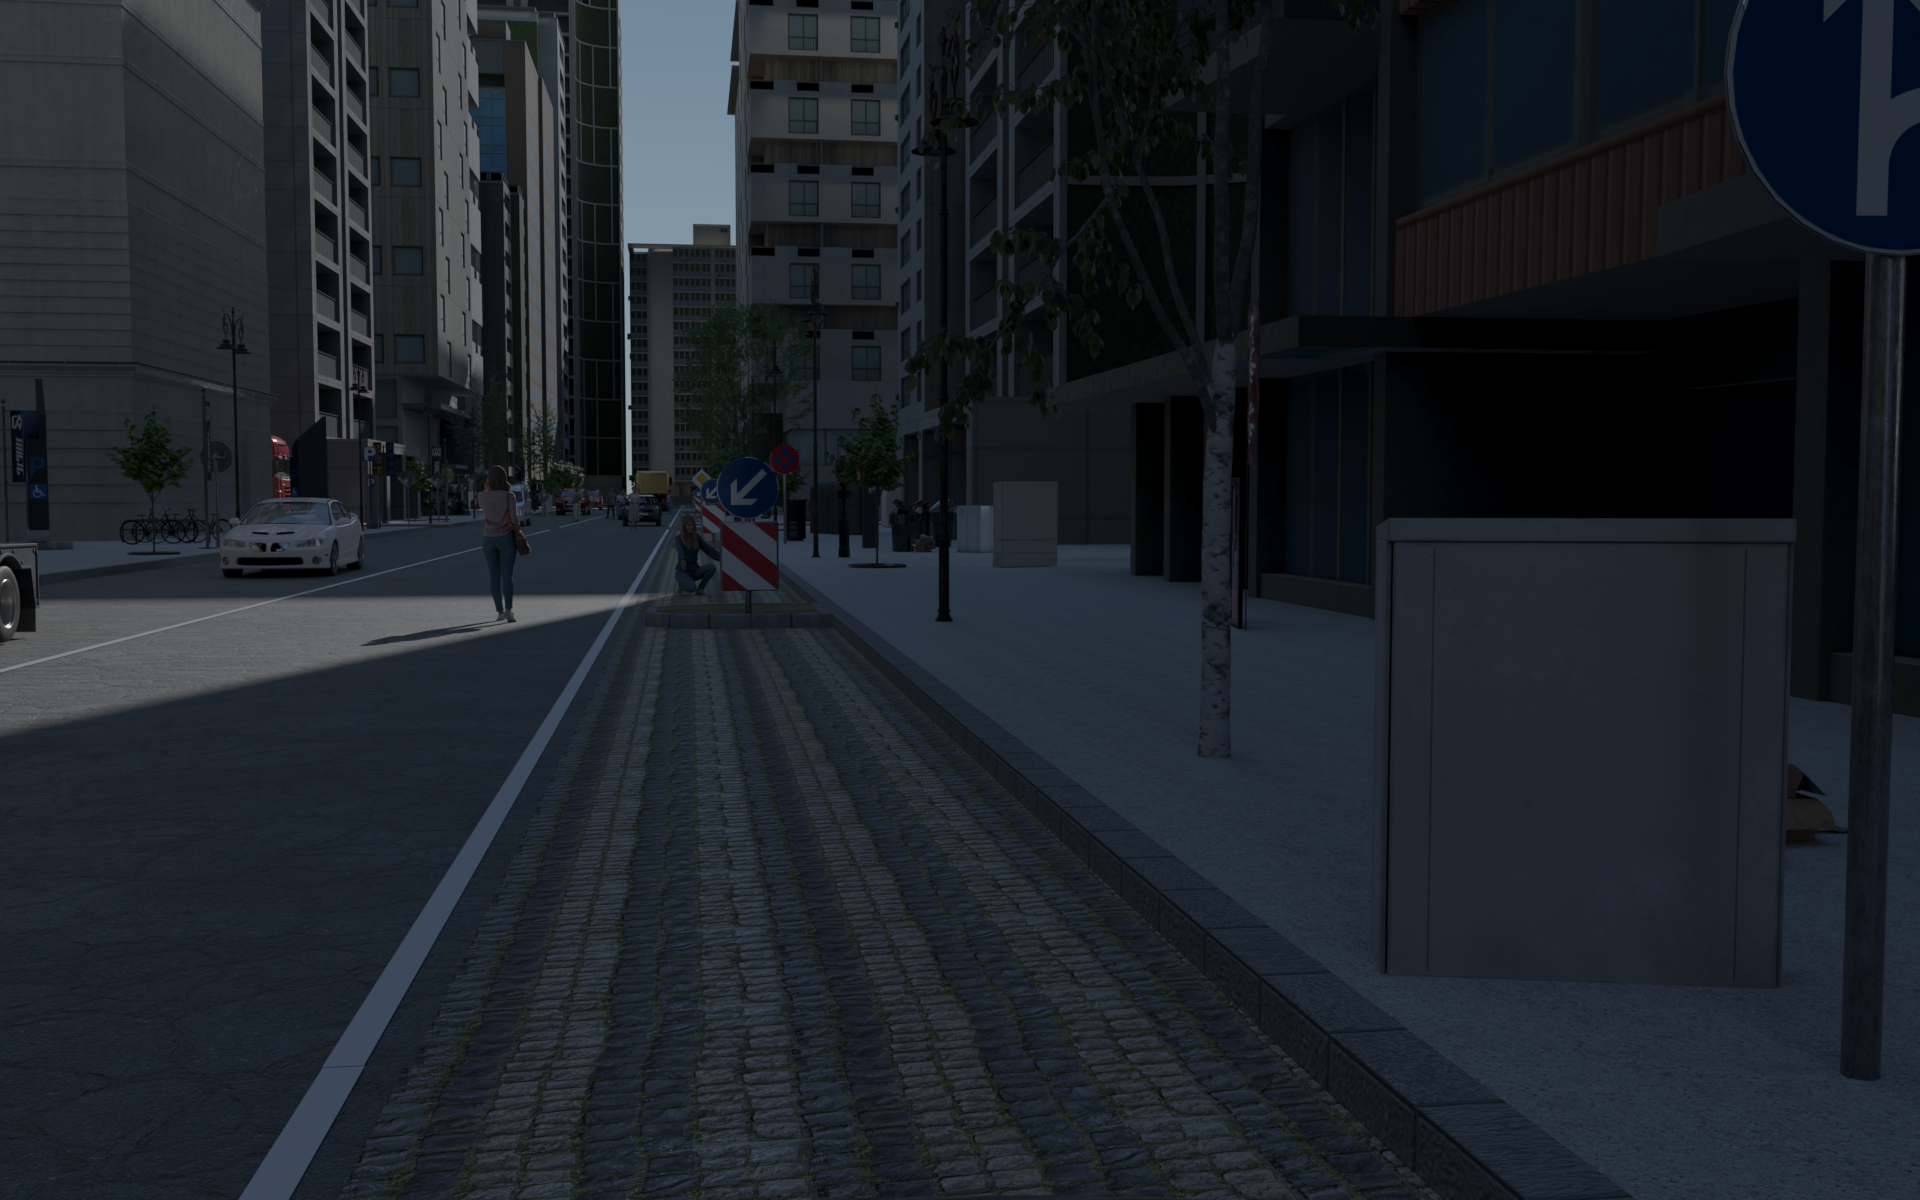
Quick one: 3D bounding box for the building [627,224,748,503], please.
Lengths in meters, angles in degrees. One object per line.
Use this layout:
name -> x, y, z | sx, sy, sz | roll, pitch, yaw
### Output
building -> -36.032, -34.269, 252.182 | 23.993, 40.220, 32.217 | -1, 4, -9

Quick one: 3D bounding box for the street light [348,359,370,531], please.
street light -> -20.666, -5.314, 59.666 | 0.468, 5.910, 1.993 | -1, 4, -9

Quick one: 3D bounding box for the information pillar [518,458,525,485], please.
information pillar -> -28.458, -7.435, 112.921 | 0.183, 3.616, 0.504 | 0, 4, 5

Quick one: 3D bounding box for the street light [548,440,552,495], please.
street light -> -33.565, -10.353, 142.058 | 0.468, 5.910, 1.993 | -1, 4, -9

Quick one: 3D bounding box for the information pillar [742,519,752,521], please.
information pillar -> -8.269, -3.836, 67.206 | 0.304, 2.012, 0.304 | 3, 4, 38

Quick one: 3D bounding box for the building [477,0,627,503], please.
building -> -57.850, -49.202, 242.711 | 20.611, 71.187, 20.563 | -1, 4, -9

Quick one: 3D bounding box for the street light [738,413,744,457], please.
street light -> -10.139, -6.642, 81.378 | 0.468, 5.910, 1.993 | -1, 4, -9

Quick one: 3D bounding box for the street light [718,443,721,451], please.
street light -> -18.156, -9.785, 132.773 | 0.468, 5.910, 1.993 | -1, 4, -9

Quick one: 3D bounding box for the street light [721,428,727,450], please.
street light -> -15.547, -8.739, 115.664 | 0.468, 5.910, 1.993 | -1, 4, -9

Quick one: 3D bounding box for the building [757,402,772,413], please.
building -> -12.157, -23.943, 163.167 | 14.160, 30.474, 14.107 | -1, 4, -9

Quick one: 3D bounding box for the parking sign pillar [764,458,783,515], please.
parking sign pillar -> -11.386, -7.095, 104.476 | 1.447, 3.967, 1.447 | -1, 4, -18

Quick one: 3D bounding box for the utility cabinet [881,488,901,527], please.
utility cabinet -> -2.473, -3.509, 66.043 | 0.318, 1.500, 1.173 | 3, 5, 43

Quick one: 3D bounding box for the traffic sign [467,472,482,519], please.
traffic sign -> -25.030, -5.392, 89.337 | 0.795, 2.450, 0.064 | 0, 4, -4

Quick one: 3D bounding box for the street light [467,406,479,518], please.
street light -> -25.699, -7.261, 91.505 | 0.468, 5.910, 1.993 | -1, 4, -9

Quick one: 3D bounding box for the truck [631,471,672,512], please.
truck -> -25.791, -9.128, 145.161 | 3.469, 3.379, 9.791 | -1, 4, -11

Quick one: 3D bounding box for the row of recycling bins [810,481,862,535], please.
row of recycling bins -> -3.859, -2.960, 55.516 | 1.069, 1.692, 3.534 | -2, 4, -28

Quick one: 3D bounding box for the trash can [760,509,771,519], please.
trash can -> -10.178, -4.823, 90.513 | 0.748, 1.137, 0.748 | 0, 3, 0

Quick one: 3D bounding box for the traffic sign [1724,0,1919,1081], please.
traffic sign -> 1.989, -0.223, 3.747 | 0.768, 2.556, 0.104 | 0, 4, -2

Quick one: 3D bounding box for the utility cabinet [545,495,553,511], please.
utility cabinet -> -32.104, -7.570, 134.927 | 0.306, 1.237, 1.020 | 1, 4, 14

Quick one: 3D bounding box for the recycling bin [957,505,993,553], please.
recycling bin -> 0.421, -1.563, 38.115 | 0.722, 1.027, 0.722 | -3, 5, -44

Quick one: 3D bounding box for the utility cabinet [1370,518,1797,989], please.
utility cabinet -> 1.646, 0.398, 4.662 | 1.020, 1.237, 0.306 | 0, 4, 8

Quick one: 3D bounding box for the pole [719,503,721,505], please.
pole -> -18.770, -8.647, 135.220 | 0.158, 3.312, 0.155 | 0, 3, 0

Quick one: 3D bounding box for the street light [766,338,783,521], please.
street light -> -5.490, -4.806, 51.359 | 0.468, 5.910, 1.993 | -1, 4, -9

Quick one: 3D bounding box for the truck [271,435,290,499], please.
truck -> -31.638, -4.843, 68.104 | 11.283, 4.237, 2.839 | -1, 4, -9

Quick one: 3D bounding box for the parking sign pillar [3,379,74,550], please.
parking sign pillar -> -21.318, -3.149, 39.957 | 1.447, 3.967, 1.447 | -2, 4, -30

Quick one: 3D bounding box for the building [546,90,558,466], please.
building -> -50.141, -32.544, 182.207 | 14.600, 45.320, 14.200 | -1, 4, -9

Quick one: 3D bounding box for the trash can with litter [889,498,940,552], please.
trash can with litter -> -1.044, -1.654, 38.429 | 1.055, 1.170, 0.624 | 2, 4, 24

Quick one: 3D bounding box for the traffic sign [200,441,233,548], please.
traffic sign -> -17.794, -2.529, 41.462 | 0.768, 2.556, 0.104 | 0, 4, -1

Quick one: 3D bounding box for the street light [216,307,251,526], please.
street light -> -17.923, -4.286, 42.863 | 0.468, 5.910, 1.993 | -1, 4, -9

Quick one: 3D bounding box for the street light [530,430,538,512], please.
street light -> -30.818, -9.328, 125.295 | 0.468, 5.910, 1.993 | -1, 4, -9

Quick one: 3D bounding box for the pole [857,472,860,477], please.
pole -> -4.669, -5.254, 79.751 | 0.158, 3.312, 0.155 | 0, 3, 0

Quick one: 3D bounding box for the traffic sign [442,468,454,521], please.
traffic sign -> -24.771, -5.102, 83.530 | 0.768, 2.556, 0.104 | 0, 4, -4

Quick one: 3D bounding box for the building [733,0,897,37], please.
building -> -9.448, -36.384, 184.123 | 28.713, 52.752, 27.495 | -1, 4, -9

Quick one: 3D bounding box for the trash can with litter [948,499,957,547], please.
trash can with litter -> -0.558, -1.847, 41.586 | 0.624, 1.170, 1.055 | 3, 5, 42

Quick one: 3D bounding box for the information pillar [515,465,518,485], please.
information pillar -> -35.669, -9.084, 139.878 | 0.504, 3.616, 0.183 | 0, 4, 7

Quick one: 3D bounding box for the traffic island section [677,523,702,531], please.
traffic island section -> -10.183, -2.831, 68.571 | 2.009, 0.180, 2.903 | -1, 4, -9

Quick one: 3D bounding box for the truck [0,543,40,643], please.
truck -> -8.712, -1.102, 7.779 | 2.967, 4.110, 18.799 | -1, 4, -10

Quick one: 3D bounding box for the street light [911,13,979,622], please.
street light -> -0.161, -2.722, 17.297 | 0.468, 5.910, 1.993 | -1, 4, -9

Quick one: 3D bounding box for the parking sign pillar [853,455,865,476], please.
parking sign pillar -> -6.169, -7.296, 107.763 | 1.447, 3.967, 1.447 | 2, 4, 25

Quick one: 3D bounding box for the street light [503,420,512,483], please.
street light -> -28.198, -8.274, 108.068 | 0.468, 5.910, 1.993 | -1, 4, -9

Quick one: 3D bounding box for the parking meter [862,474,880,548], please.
parking meter -> -2.107, -2.160, 41.035 | 0.399, 1.863, 0.255 | -1, 4, -17

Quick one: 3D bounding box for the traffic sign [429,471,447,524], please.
traffic sign -> -22.502, -4.345, 74.679 | 0.795, 2.450, 0.064 | -1, 4, -9

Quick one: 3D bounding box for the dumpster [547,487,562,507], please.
dumpster -> -34.394, -8.647, 147.141 | 1.264, 1.857, 1.865 | -1, 4, -9

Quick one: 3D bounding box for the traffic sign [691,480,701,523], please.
traffic sign -> -11.438, -4.449, 76.380 | 0.795, 2.450, 0.064 | -1, 4, -9

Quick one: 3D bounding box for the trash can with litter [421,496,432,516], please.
trash can with litter -> -30.913, -5.393, 99.559 | 1.055, 1.170, 0.624 | 1, 4, 10

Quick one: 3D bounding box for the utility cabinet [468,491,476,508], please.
utility cabinet -> -40.687, -8.272, 143.931 | 1.173, 1.500, 0.318 | 3, 4, 36

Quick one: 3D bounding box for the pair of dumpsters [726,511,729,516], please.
pair of dumpsters -> -13.527, -6.175, 103.447 | 1.574, 2.255, 4.437 | -1, 4, -9

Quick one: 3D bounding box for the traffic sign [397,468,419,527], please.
traffic sign -> -21.269, -3.862, 66.789 | 0.795, 2.450, 0.064 | -1, 4, -9

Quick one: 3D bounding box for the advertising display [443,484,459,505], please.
advertising display -> -31.420, -6.219, 106.888 | 0.974, 1.923, 0.123 | 0, 4, 3

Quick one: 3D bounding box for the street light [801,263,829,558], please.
street light -> -2.915, -3.797, 34.868 | 0.468, 5.910, 1.993 | -1, 4, -9

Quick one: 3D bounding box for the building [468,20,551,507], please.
building -> -48.276, -31.670, 167.915 | 14.600, 45.320, 14.200 | -1, 4, -9

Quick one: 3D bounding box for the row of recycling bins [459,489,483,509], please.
row of recycling bins -> -42.113, -8.541, 146.755 | 3.534, 1.692, 1.069 | 0, 4, -3

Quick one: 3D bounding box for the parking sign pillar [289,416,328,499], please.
parking sign pillar -> -22.384, -4.345, 59.512 | 1.447, 3.967, 1.447 | 2, 4, 26

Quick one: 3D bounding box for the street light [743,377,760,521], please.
street light -> -8.162, -5.848, 68.404 | 0.468, 5.910, 1.993 | -1, 4, -9

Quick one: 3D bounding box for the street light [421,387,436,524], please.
street light -> -22.919, -6.239, 74.788 | 0.468, 5.910, 1.993 | -1, 4, -9

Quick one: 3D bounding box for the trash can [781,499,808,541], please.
trash can -> -4.517, -2.185, 47.382 | 0.748, 1.137, 0.748 | 0, 3, 0

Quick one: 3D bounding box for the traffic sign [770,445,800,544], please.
traffic sign -> -4.522, -2.730, 44.734 | 0.768, 2.556, 0.104 | 0, 4, -8

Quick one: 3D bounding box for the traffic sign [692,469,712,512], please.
traffic sign -> -10.205, -3.966, 68.490 | 0.795, 2.450, 0.064 | -1, 4, -9

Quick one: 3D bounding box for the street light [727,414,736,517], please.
street light -> -12.873, -7.709, 98.823 | 0.468, 5.910, 1.993 | -1, 4, -9

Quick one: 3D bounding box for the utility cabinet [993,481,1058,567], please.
utility cabinet -> 1.144, -1.332, 30.460 | 1.173, 1.500, 0.318 | -2, 4, -32
